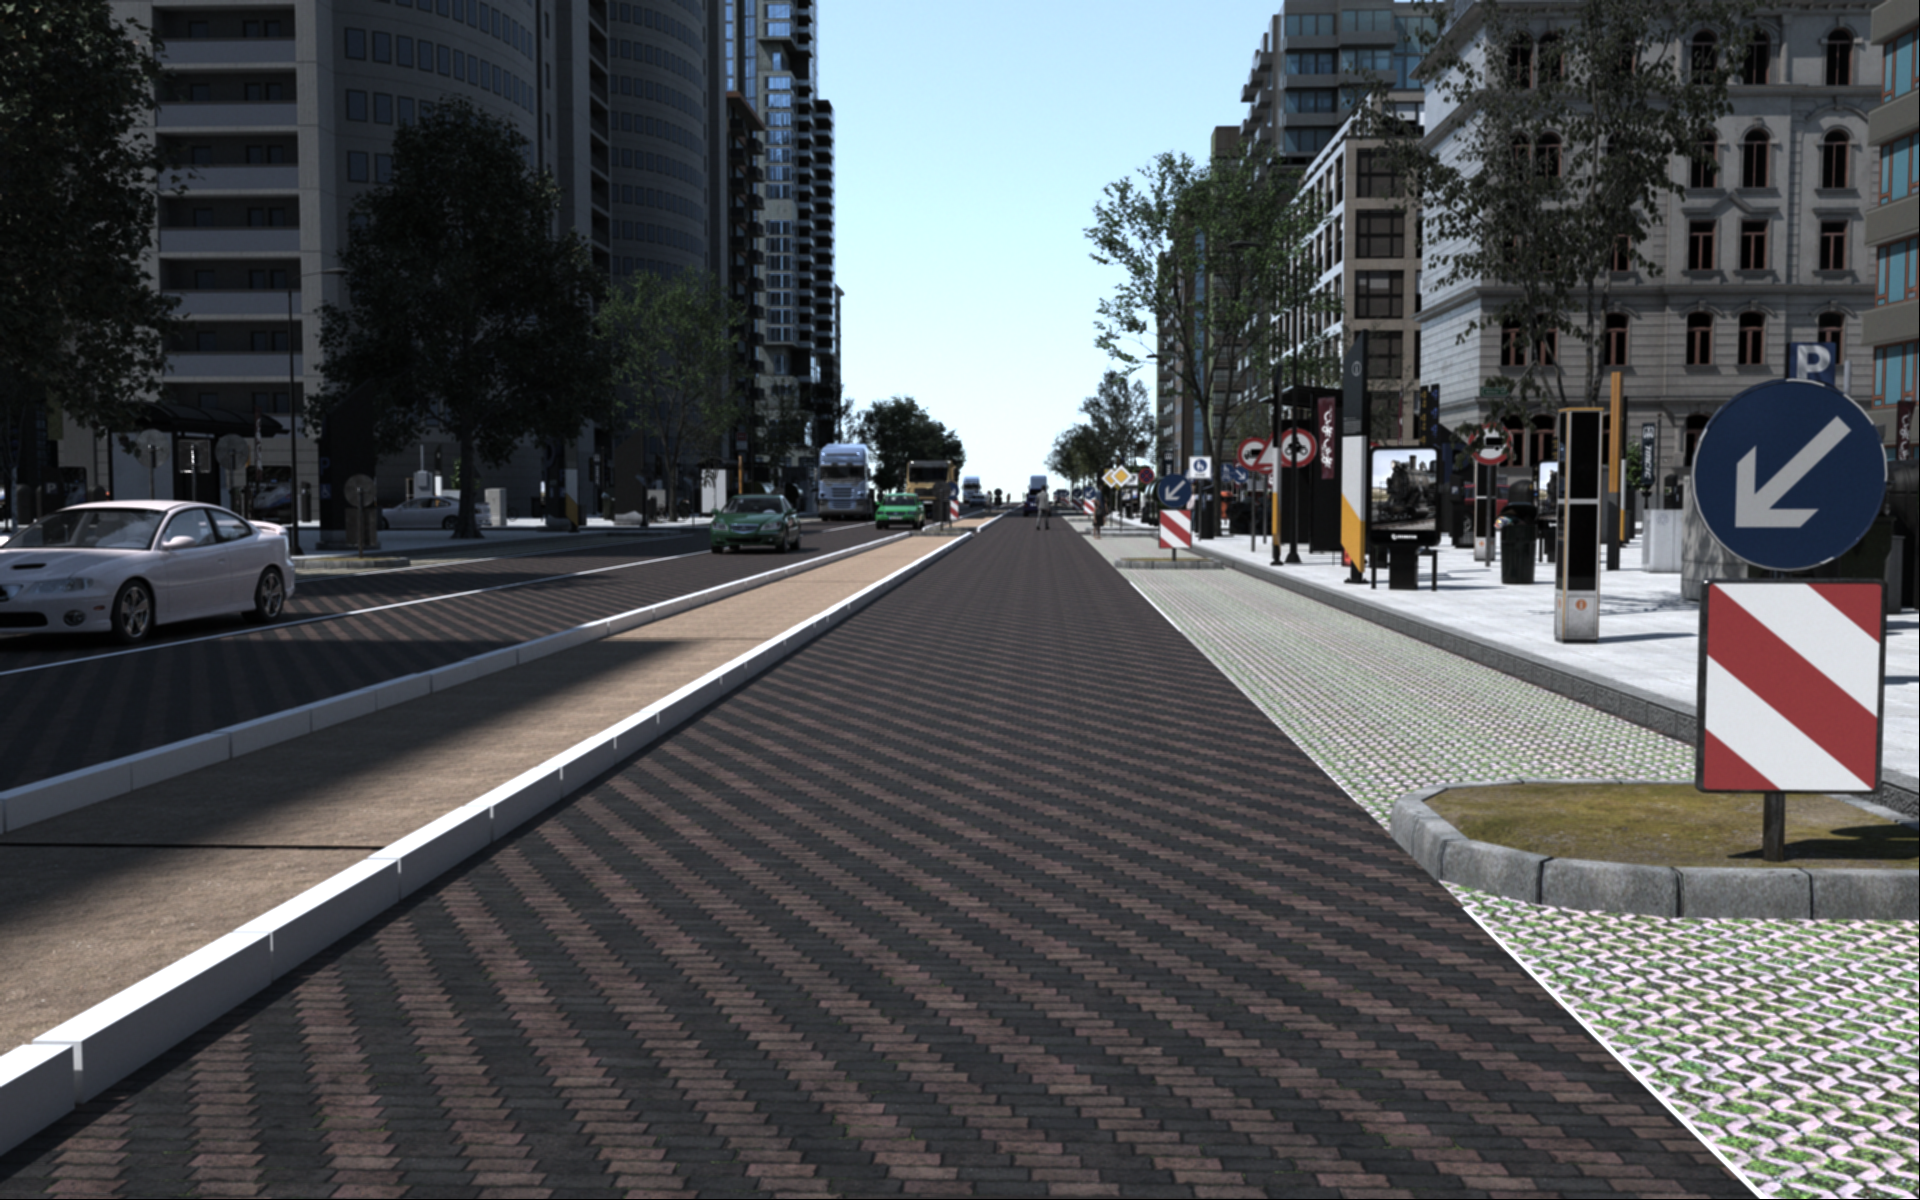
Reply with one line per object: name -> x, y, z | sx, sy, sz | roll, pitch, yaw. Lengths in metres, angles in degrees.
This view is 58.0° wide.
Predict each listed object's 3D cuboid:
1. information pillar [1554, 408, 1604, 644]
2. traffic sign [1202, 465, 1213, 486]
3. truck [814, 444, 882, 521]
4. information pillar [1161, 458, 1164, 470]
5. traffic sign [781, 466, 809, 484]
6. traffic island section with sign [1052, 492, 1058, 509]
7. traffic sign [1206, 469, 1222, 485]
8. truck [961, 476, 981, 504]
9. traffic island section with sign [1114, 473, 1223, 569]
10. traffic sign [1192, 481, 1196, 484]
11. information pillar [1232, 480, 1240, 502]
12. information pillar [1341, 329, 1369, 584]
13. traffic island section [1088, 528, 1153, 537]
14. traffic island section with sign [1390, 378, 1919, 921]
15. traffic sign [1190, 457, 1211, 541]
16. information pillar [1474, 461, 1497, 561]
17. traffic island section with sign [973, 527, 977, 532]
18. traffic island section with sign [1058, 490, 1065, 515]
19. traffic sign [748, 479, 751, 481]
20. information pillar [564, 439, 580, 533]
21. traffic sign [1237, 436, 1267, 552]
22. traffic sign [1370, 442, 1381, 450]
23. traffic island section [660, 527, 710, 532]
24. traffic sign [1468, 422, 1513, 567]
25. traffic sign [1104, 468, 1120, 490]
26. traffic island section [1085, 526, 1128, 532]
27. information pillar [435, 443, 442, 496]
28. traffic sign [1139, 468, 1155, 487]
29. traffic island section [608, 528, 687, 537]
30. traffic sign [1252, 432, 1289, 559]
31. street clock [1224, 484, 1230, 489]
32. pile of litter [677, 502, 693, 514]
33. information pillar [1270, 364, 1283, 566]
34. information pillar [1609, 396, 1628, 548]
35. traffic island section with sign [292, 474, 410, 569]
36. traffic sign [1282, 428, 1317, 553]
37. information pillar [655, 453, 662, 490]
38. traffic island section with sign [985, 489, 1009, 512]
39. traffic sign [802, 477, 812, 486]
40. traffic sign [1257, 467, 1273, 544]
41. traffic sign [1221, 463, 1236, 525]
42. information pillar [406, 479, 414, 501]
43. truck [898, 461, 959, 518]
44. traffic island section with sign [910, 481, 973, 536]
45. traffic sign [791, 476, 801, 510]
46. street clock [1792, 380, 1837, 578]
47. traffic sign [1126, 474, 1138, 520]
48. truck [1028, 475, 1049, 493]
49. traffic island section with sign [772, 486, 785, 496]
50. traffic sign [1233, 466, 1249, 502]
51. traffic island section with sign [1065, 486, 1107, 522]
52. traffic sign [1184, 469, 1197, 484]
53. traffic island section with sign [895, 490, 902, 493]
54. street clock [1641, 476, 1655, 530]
information pillar -> 5.324, -0.637, 14.911 | 0.304, 2.012, 0.304 | 0, 4, 5
traffic sign -> 8.273, -3.604, 59.034 | 0.768, 2.556, 0.104 | 0, 4, 8
truck -> -5.955, -6.633, 98.215 | 2.967, 4.110, 18.799 | 0, 4, 1
information pillar -> 13.332, -7.505, 114.065 | 0.183, 3.616, 0.504 | -1, 4, -10
traffic sign -> -12.191, -8.157, 127.243 | 2.265, 3.308, 0.079 | 1, 4, 9
traffic island section with sign -> 10.074, -9.661, 166.583 | 1.989, 1.847, 2.006 | 0, 4, 3
traffic sign -> 10.163, -4.265, 69.832 | 0.768, 2.556, 0.104 | 0, 4, 4
truck -> 2.175, -16.814, 264.670 | 2.967, 4.110, 18.799 | 0, 4, 4
traffic island section with sign -> 4.010, -1.531, 33.664 | 1.989, 1.847, 2.006 | 0, 4, 3
traffic sign -> 12.206, -5.622, 92.020 | 0.768, 2.556, 0.104 | 0, 4, 4
information pillar -> 14.239, -5.186, 89.282 | 0.304, 2.012, 0.304 | 3, 4, 37
information pillar -> 5.658, -2.047, 24.824 | 0.183, 3.616, 0.504 | -1, 4, -23
traffic island section -> 5.470, -2.224, 58.639 | 2.009, 0.180, 2.903 | 0, 4, 3
traffic island section with sign -> 2.777, 0.116, 6.737 | 1.989, 1.847, 2.006 | 0, 4, 3
traffic sign -> 6.569, -2.770, 47.416 | 0.606, 2.300, 0.079 | 0, 4, 4
information pillar -> 10.044, -1.749, 33.093 | 0.304, 2.012, 0.304 | 3, 5, 41
traffic island section with sign -> -0.322, -3.573, 66.557 | 2.006, 1.907, 1.989 | 0, 4, 3
traffic island section with sign -> 7.770, -6.594, 116.435 | 1.989, 1.847, 2.006 | 0, 4, 3
traffic sign -> -14.539, -7.261, 120.844 | 0.606, 2.300, 0.079 | 1, 4, 12
information pillar -> -12.862, -4.036, 57.350 | 0.183, 3.616, 0.504 | 3, 4, 36
traffic sign -> 6.521, -2.344, 38.437 | 0.768, 2.556, 0.104 | 0, 4, 6
traffic sign -> 9.949, -2.568, 42.096 | 0.768, 2.556, 0.104 | 0, 4, 7
traffic island section -> -10.390, -2.757, 67.359 | 2.009, 0.180, 2.903 | 0, 4, 3
traffic sign -> 9.308, -1.857, 30.468 | 0.768, 2.556, 0.104 | 1, 4, 12
traffic sign -> 12.532, -8.775, 137.337 | 2.265, 3.308, 0.079 | 0, 4, 4
traffic island section -> 5.834, -2.712, 66.616 | 2.009, 0.180, 2.903 | 0, 4, 3
information pillar -> -24.124, -5.433, 80.178 | 0.504, 3.616, 0.183 | 3, 5, 41
traffic sign -> 9.061, -5.139, 84.127 | 0.768, 2.556, 0.104 | 1, 4, 11
traffic island section -> -10.755, -2.269, 59.382 | 2.009, 0.180, 2.903 | 0, 4, 3
traffic sign -> 6.197, -2.087, 34.119 | 0.884, 2.594, 0.081 | 1, 4, 10
street clock -> 18.335, -6.984, 118.761 | 0.471, 2.002, 0.358 | 2, 4, 32
pile of litter -> -17.878, -5.928, 110.894 | 1.719, 0.858, 1.176 | -1, 4, -9
information pillar -> 5.688, -2.428, 31.047 | 0.183, 3.616, 0.504 | 1, 4, 19
information pillar -> 15.754, -3.065, 41.471 | 0.183, 3.616, 0.504 | -1, 4, -22
traffic island section with sign -> -11.924, -1.546, 33.913 | 1.989, 1.847, 2.006 | 0, 4, 3
traffic sign -> 6.442, -2.026, 33.226 | 0.768, 2.556, 0.104 | 1, 4, 11
information pillar -> -17.388, -6.644, 99.992 | 0.183, 3.616, 0.504 | 2, 4, 30
traffic island section with sign -> 3.095, -8.164, 141.618 | 2.006, 1.907, 1.989 | 0, 4, 3
traffic sign -> -11.193, -7.740, 126.656 | 0.768, 2.556, 0.104 | 0, 4, 8
traffic sign -> 7.880, -2.727, 44.692 | 0.768, 2.556, 0.104 | 0, 4, 4
traffic sign -> 11.033, -4.388, 71.852 | 0.768, 2.556, 0.104 | 0, 4, 6
information pillar -> -25.990, -4.735, 81.917 | 0.304, 2.012, 0.304 | -2, 4, -33
truck -> -1.624, -6.504, 102.256 | 3.469, 3.379, 9.791 | 0, 4, 3
traffic island section with sign -> -0.670, -3.121, 59.158 | 2.006, 1.907, 1.989 | 0, 4, 3
traffic sign -> -11.528, -7.433, 121.630 | 0.768, 2.556, 0.104 | 1, 4, 9
street clock -> 5.440, -0.405, 11.188 | 0.471, 2.002, 0.358 | 0, 4, 6
traffic sign -> 8.488, -5.099, 85.501 | 0.606, 2.300, 0.079 | 0, 4, 5
truck -> 10.959, -15.418, 241.850 | 2.967, 4.110, 18.799 | 0, 4, 3
traffic island section with sign -> -9.389, -4.942, 89.436 | 1.989, 1.847, 2.006 | 0, 4, 3
traffic sign -> 12.904, -4.869, 79.719 | 0.768, 2.556, 0.104 | 0, 4, 4
traffic island section with sign -> 6.563, -4.947, 89.507 | 1.989, 1.847, 2.006 | 0, 4, 3
traffic sign -> 11.408, -5.258, 86.077 | 0.768, 2.556, 0.104 | 0, 4, 5
traffic island section with sign -> -5.863, -9.666, 166.674 | 1.989, 1.847, 2.006 | 0, 4, 3
street clock -> 22.674, -3.220, 57.210 | 0.471, 2.002, 0.358 | 0, 4, -7
